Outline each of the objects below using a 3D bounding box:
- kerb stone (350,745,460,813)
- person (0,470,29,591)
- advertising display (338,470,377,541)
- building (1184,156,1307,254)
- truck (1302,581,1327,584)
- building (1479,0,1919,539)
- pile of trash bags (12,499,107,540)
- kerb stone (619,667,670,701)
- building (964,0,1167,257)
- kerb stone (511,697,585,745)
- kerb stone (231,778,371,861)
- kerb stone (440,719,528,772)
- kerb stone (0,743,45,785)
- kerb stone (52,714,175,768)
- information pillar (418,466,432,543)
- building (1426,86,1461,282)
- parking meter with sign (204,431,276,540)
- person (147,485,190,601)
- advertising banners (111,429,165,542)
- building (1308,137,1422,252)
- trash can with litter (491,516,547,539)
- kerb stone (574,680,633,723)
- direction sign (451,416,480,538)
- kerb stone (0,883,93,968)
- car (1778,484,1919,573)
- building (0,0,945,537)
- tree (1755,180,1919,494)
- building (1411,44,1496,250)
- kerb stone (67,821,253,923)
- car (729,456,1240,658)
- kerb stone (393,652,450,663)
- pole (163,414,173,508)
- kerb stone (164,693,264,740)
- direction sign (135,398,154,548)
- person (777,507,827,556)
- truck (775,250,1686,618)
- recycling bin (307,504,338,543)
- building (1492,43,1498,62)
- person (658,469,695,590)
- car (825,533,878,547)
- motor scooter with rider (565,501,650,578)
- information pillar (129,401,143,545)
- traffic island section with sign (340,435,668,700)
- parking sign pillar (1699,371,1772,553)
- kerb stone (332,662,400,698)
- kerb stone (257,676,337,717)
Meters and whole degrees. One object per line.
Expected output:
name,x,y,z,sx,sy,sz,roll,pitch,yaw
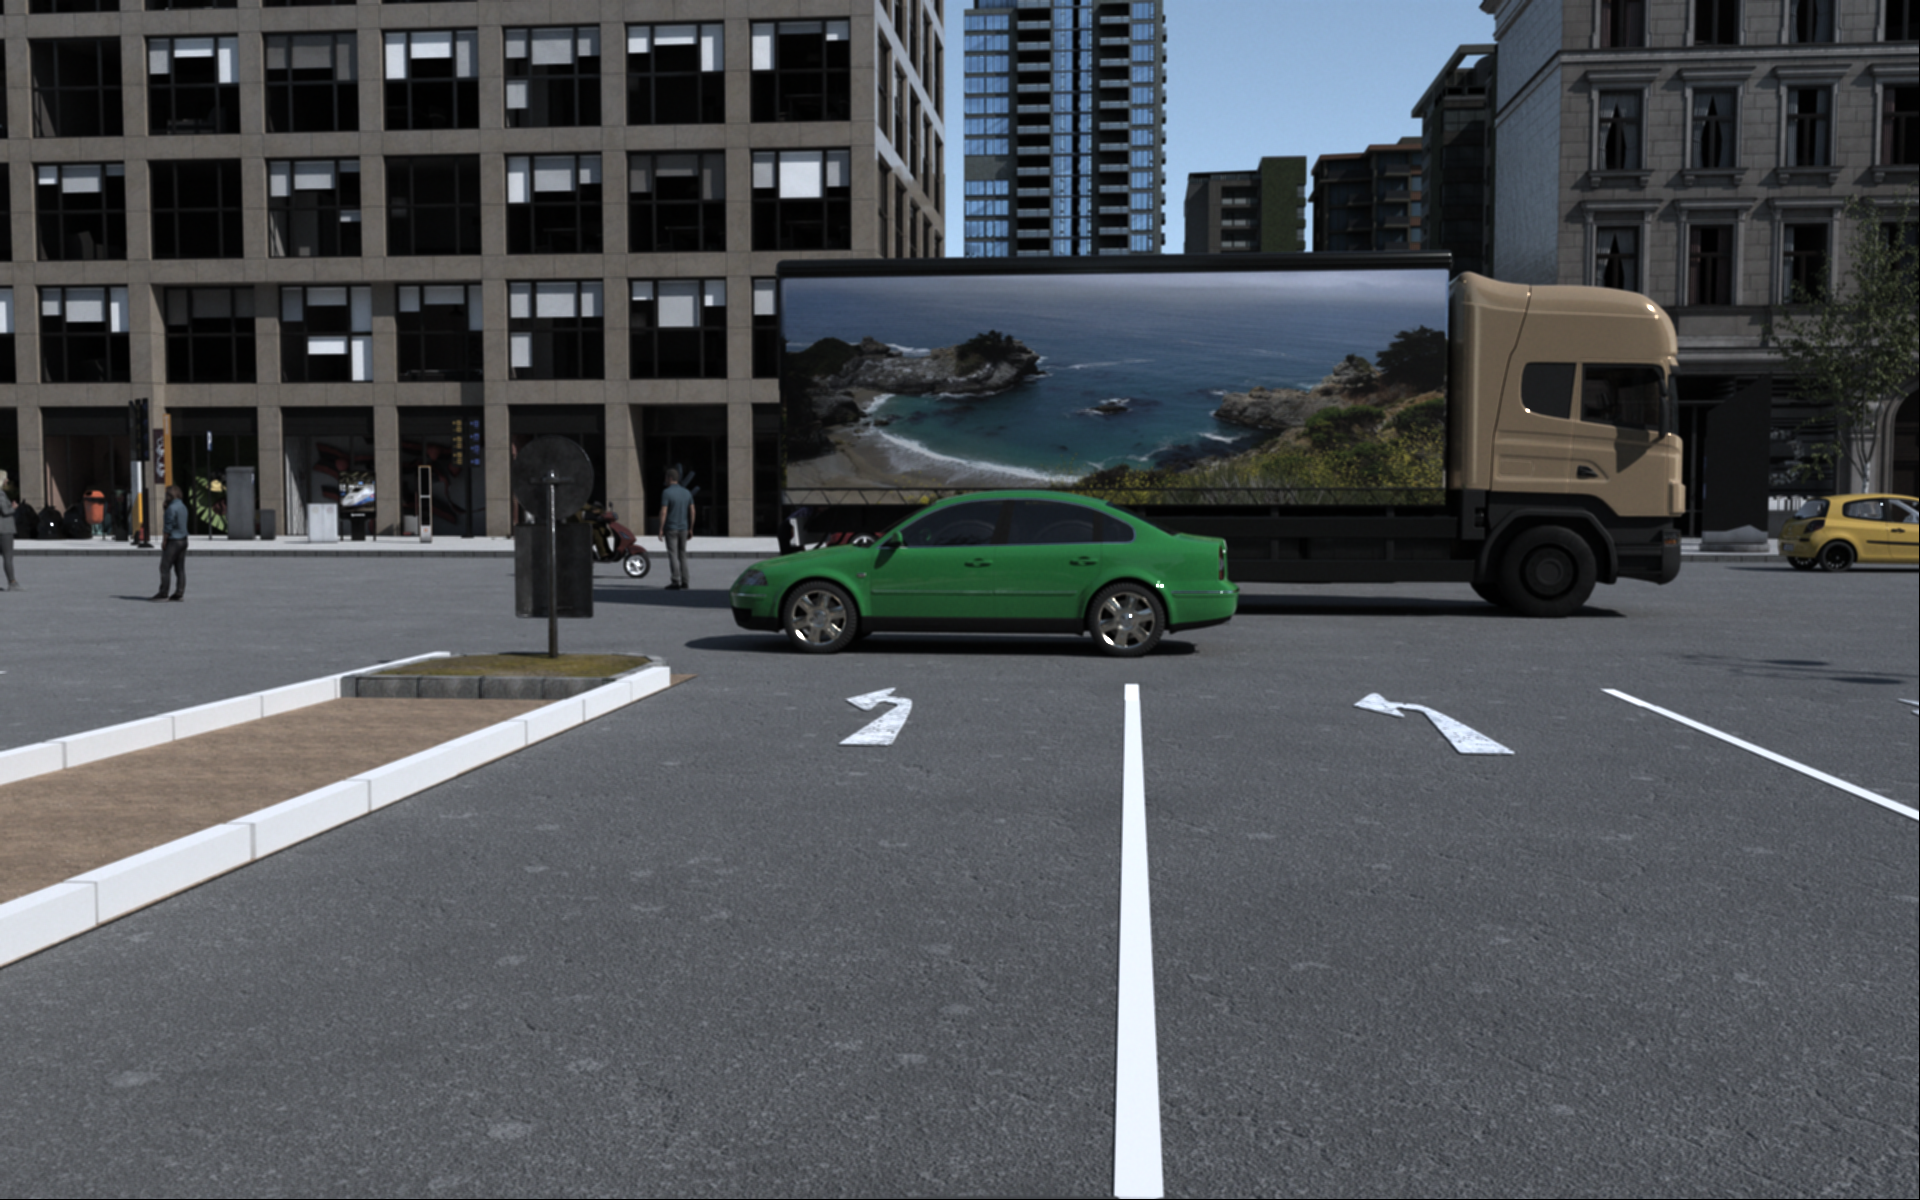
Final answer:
kerb stone,-2.656,0.851,8.282,0.120,0.150,1.000,0,4,6
person,-14.162,-1.039,25.670,0.526,1.800,0.537,-3,4,-36
advertising display,-16.482,-2.580,47.398,0.974,1.923,0.123,-1,4,-16
building,34.688,-32.374,212.903,14.086,41.232,14.154,0,4,6
truck,3.731,-2.024,29.022,9.791,3.379,3.469,0,4,7
building,18.709,-12.381,53.333,40.483,20.767,10.553,0,4,6
pile of trash bags,-25.284,-2.395,48.915,3.447,1.369,1.912,2,4,30
kerb stone,-2.261,0.601,12.370,0.120,0.150,1.000,0,4,6
building,12.677,-55.374,218.036,31.000,86.520,22.319,0,4,6
kerb stone,-2.464,0.726,10.324,0.120,0.150,1.000,0,4,6
kerb stone,-2.758,0.914,7.259,0.120,0.150,1.000,0,4,6
kerb stone,-2.568,0.791,9.304,0.120,0.150,1.000,0,4,6
kerb stone,-4.752,0.844,8.468,0.120,0.150,1.000,0,4,6
kerb stone,-4.649,0.779,9.494,0.120,0.150,1.000,0,4,6
information pillar,-14.026,-2.504,45.427,0.304,2.012,0.304,-1,4,-18
building,40.807,-21.640,125.523,14.160,30.474,14.107,0,4,6
parking meter with sign,-19.957,-3.168,48.056,1.738,3.016,0.543,-1,4,-11
person,-10.511,-0.758,23.099,0.429,1.552,0.499,2,4,26
advertising banners,-22.071,-3.085,46.631,2.074,3.025,0.090,1,4,22
building,56.689,-34.277,215.057,28.867,44.769,22.147,0,4,6
trash can with litter,-12.222,-2.347,49.431,2.233,1.210,1.678,0,4,3
kerb stone,-2.359,0.667,11.349,0.120,0.150,1.000,0,4,6
direction sign,-14.435,-3.587,50.648,0.876,3.537,0.379,-3,5,-41
kerb stone,-2.959,1.038,5.218,0.120,0.150,1.000,0,4,6
car,17.455,-1.346,32.234,3.980,1.641,2.015,0,4,5
building,-18.449,-15.698,61.183,34.151,26.468,19.350,0,4,6
tree,21.553,-5.565,41.354,4.737,8.622,4.395,0,3,0
building,51.695,-27.641,143.813,32.217,40.220,23.993,0,4,6
kerb stone,-2.866,0.976,6.239,0.120,0.150,1.000,0,4,6
car,0.210,-0.447,16.102,4.718,1.807,1.959,0,4,6
kerb stone,-4.250,0.527,13.582,0.120,0.150,1.000,0,4,6
pole,-20.179,-3.078,44.162,0.158,3.312,0.155,0,3,0
kerb stone,-4.551,0.714,10.514,0.120,0.150,1.000,0,4,6
direction sign,-19.415,-3.008,41.185,0.379,3.537,0.876,-3,5,-42
person,-2.157,-0.736,23.774,0.697,1.427,0.421,1,4,11
truck,3.519,-1.985,21.364,11.283,4.237,2.839,0,4,6
recycling bin,-16.726,-2.011,45.430,0.722,1.027,0.722,-1,4,-22
building,40.491,-20.729,110.628,14.160,30.474,14.107,0,4,6
person,-4.288,-1.069,26.104,0.598,1.807,0.434,-2,4,-34
car,-0.511,-1.583,34.920,4.494,1.783,2.155,0,4,6
motor scooter with rider,-6.268,-1.259,29.542,1.986,1.779,0.876,0,4,6
information pillar,-20.601,-3.177,43.291,0.183,3.616,0.504,-3,5,-45
traffic island section with sign,-3.248,-0.294,12.948,2.006,1.907,1.989,0,4,6
parking sign pillar,17.231,-3.056,38.437,1.447,3.967,1.447,1,4,14
kerb stone,-4.350,0.589,12.559,0.120,0.150,1.000,0,4,6
kerb stone,-4.451,0.652,11.538,0.120,0.150,1.000,0,4,6
